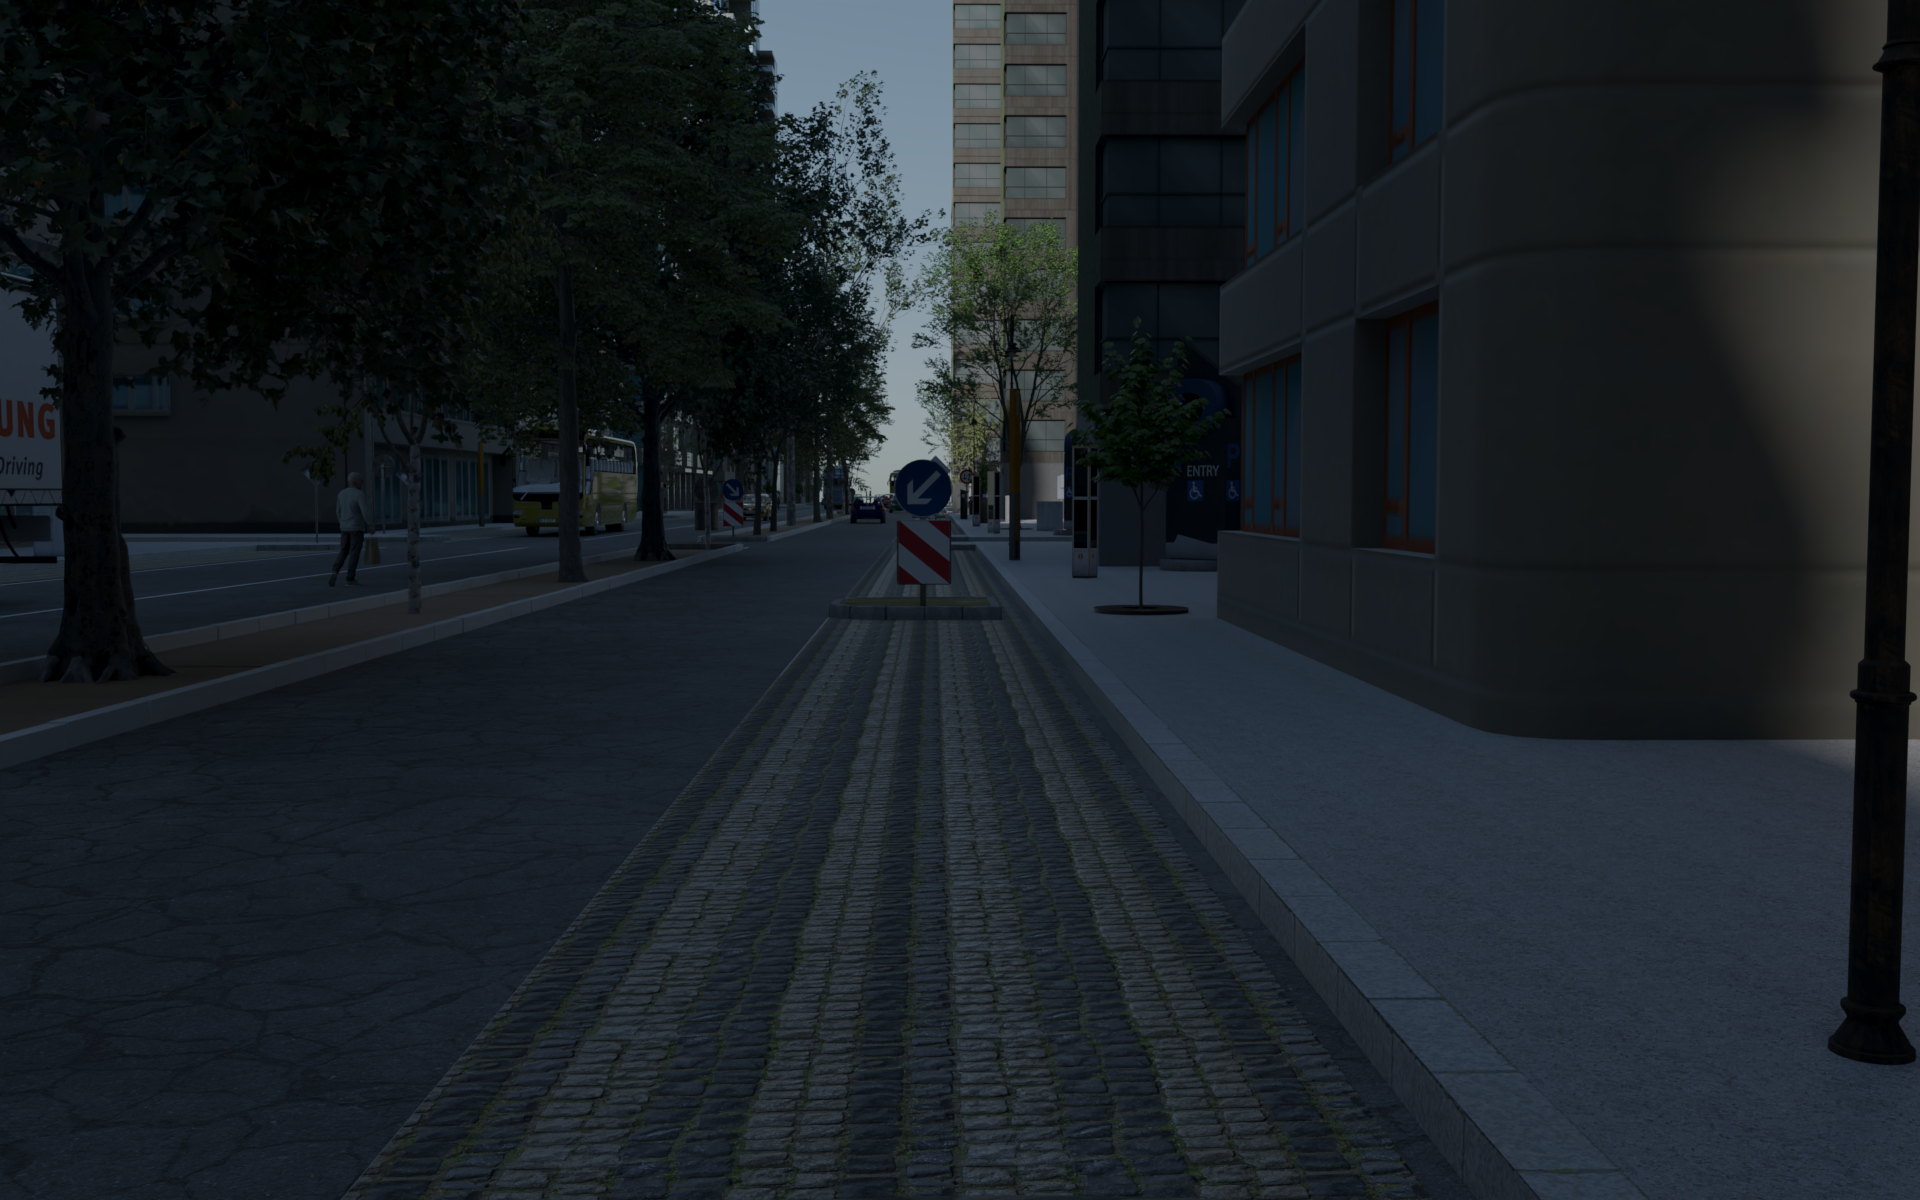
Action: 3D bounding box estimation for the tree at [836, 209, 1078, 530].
[{"bbox_3d":[2.065,-8.359,62.423,9.928,11.665,9.643,0,3,0],"label":"tree"}]

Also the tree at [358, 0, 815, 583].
[{"bbox_3d":[-6.180,-6.524,27.248,7.486,12.596,7.792,0,3,0],"label":"tree"}]

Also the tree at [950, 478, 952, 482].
[{"bbox_3d":[-0.619,-10.594,167.814,1.663,3.219,1.824,0,3,0],"label":"tree"}]

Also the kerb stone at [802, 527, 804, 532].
[{"bbox_3d":[-5.965,-2.556,64.091,0.120,0.150,1.000,0,4,-1],"label":"kerb stone"}]

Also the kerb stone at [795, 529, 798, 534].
[{"bbox_3d":[-5.912,-2.375,61.021,0.120,0.150,1.000,0,4,-1],"label":"kerb stone"}]

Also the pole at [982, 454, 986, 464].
[{"bbox_3d":[1.202,-5.722,87.395,0.158,3.312,0.155,0,3,0],"label":"pole"}]

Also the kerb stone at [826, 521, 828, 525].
[{"bbox_3d":[-6.196,-3.433,78.430,0.120,0.150,1.000,0,4,-1],"label":"kerb stone"}]

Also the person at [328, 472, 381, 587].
[{"bbox_3d":[-9.344,-1.087,26.753,0.782,1.767,0.515,2,4,24],"label":"person"}]

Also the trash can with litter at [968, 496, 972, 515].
[{"bbox_3d":[0.918,-5.782,105.927,0.624,1.170,1.055,-1,4,-21],"label":"trash can with litter"}]

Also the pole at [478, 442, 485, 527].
[{"bbox_3d":[-18.753,-4.526,67.836,0.158,3.312,0.155,0,3,0],"label":"pole"}]

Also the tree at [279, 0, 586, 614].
[{"bbox_3d":[-6.544,-4.148,20.632,4.737,8.622,4.395,0,3,0],"label":"tree"}]

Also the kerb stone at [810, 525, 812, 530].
[{"bbox_3d":[-6.029,-2.811,68.189,0.120,0.150,1.000,0,4,-1],"label":"kerb stone"}]

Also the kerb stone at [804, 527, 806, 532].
[{"bbox_3d":[-5.980,-2.625,65.117,0.120,0.150,1.000,0,4,-1],"label":"kerb stone"}]

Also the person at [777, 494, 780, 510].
[{"bbox_3d":[-16.433,-8.902,154.993,0.756,1.711,0.436,1,4,19],"label":"person"}]

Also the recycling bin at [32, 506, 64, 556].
[{"bbox_3d":[-18.738,-1.427,35.885,0.722,1.027,0.722,-1,4,-17],"label":"recycling bin"}]

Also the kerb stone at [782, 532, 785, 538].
[{"bbox_3d":[-5.827,-2.061,55.892,0.120,0.150,1.000,0,4,-1],"label":"kerb stone"}]

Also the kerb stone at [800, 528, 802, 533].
[{"bbox_3d":[-5.949,-2.500,63.066,0.120,0.150,1.000,0,4,-1],"label":"kerb stone"}]

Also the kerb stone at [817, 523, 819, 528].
[{"bbox_3d":[-6.099,-3.063,72.281,0.120,0.150,1.000,0,4,-1],"label":"kerb stone"}]

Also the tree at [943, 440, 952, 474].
[{"bbox_3d":[-0.113,-16.252,216.086,4.360,8.622,3.978,0,3,0],"label":"tree"}]

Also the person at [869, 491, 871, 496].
[{"bbox_3d":[-11.354,-12.958,220.000,0.705,1.869,1.348,1,4,9],"label":"person"}]

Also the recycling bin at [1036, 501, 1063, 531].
[{"bbox_3d":[3.144,-2.944,60.681,0.722,1.027,0.722,-2,4,-24],"label":"recycling bin"}]

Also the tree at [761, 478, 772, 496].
[{"bbox_3d":[-21.096,-12.006,190.895,1.663,3.219,1.824,0,3,0],"label":"tree"}]

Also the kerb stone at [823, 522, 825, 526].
[{"bbox_3d":[-6.168,-3.313,76.376,0.120,0.150,1.000,0,4,-1],"label":"kerb stone"}]

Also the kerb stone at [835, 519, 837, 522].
[{"bbox_3d":[-6.312,-3.878,85.594,0.120,0.150,1.000,0,4,-1],"label":"kerb stone"}]

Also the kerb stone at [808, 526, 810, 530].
[{"bbox_3d":[-6.013,-2.750,67.166,0.120,0.150,1.000,0,4,-1],"label":"kerb stone"}]

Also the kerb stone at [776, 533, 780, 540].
[{"bbox_3d":[-5.793,-1.936,53.848,0.120,0.150,1.000,0,4,-1],"label":"kerb stone"}]

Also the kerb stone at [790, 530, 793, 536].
[{"bbox_3d":[-5.876,-2.243,58.977,0.120,0.150,1.000,0,4,-1],"label":"kerb stone"}]

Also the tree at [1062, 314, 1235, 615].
[{"bbox_3d":[1.926,-1.483,18.847,1.663,3.219,1.824,0,3,0],"label":"tree"}]

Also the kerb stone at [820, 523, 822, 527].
[{"bbox_3d":[-6.131,-3.189,74.332,0.120,0.150,1.000,0,4,-1],"label":"kerb stone"}]

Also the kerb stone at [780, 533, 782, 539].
[{"bbox_3d":[-5.809,-1.998,54.870,0.120,0.150,1.000,0,4,-1],"label":"kerb stone"}]

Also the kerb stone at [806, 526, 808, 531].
[{"bbox_3d":[-5.993,-2.684,66.143,0.120,0.150,1.000,0,4,-1],"label":"kerb stone"}]

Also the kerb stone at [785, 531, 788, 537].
[{"bbox_3d":[-5.853,-2.121,56.929,0.120,0.150,1.000,0,4,-1],"label":"kerb stone"}]

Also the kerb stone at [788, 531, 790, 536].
[{"bbox_3d":[-5.864,-2.187,57.952,0.120,0.150,1.000,0,4,-1],"label":"kerb stone"}]

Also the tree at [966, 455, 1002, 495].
[{"bbox_3d":[1.111,-5.520,84.858,1.663,3.219,1.824,0,3,0],"label":"tree"}]

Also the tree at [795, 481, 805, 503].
[{"bbox_3d":[-21.978,-14.899,238.203,1.663,3.219,1.824,0,3,0],"label":"tree"}]

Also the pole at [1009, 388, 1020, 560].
[{"bbox_3d":[1.062,-2.429,33.550,0.158,3.312,0.155,0,3,0],"label":"pole"}]

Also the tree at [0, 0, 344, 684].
[{"bbox_3d":[-6.707,-5.721,13.003,9.611,12.733,9.660,0,3,0],"label":"tree"}]

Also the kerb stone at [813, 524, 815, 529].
[{"bbox_3d":[-6.063,-2.928,70.233,0.120,0.150,1.000,0,4,-1],"label":"kerb stone"}]

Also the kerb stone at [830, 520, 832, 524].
[{"bbox_3d":[-6.249,-3.627,81.500,0.120,0.150,1.000,0,4,-1],"label":"kerb stone"}]

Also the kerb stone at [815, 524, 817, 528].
[{"bbox_3d":[-6.077,-3.001,71.255,0.120,0.150,1.000,0,4,-1],"label":"kerb stone"}]

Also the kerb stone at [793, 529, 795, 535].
[{"bbox_3d":[-5.896,-2.312,59.999,0.120,0.150,1.000,0,4,-1],"label":"kerb stone"}]

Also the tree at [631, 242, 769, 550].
[{"bbox_3d":[-6.451,-5.574,43.961,4.360,8.622,3.978,0,3,0],"label":"tree"}]

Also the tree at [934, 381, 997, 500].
[{"bbox_3d":[0.562,-9.769,110.089,4.737,8.622,4.395,0,3,0],"label":"tree"}]

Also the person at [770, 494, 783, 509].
[{"bbox_3d":[-17.848,-9.732,167.627,1.348,1.824,0.705,-1,4,-10],"label":"person"}]

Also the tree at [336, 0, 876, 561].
[{"bbox_3d":[-6.598,-7.174,36.761,9.611,12.733,9.660,0,3,0],"label":"tree"}]

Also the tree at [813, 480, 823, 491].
[{"bbox_3d":[-23.709,-18.403,284.595,4.285,4.588,4.351,0,3,0],"label":"tree"}]

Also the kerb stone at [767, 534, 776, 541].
[{"bbox_3d":[-5.780,-1.873,52.825,0.120,0.150,1.000,0,4,-1],"label":"kerb stone"}]

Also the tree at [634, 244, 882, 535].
[{"bbox_3d":[-7.109,-7.845,65.137,8.767,10.594,7.601,0,4,-1],"label":"tree"}]

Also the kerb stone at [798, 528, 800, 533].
[{"bbox_3d":[-5.929,-2.437,62.044,0.120,0.150,1.000,0,4,-1],"label":"kerb stone"}]
